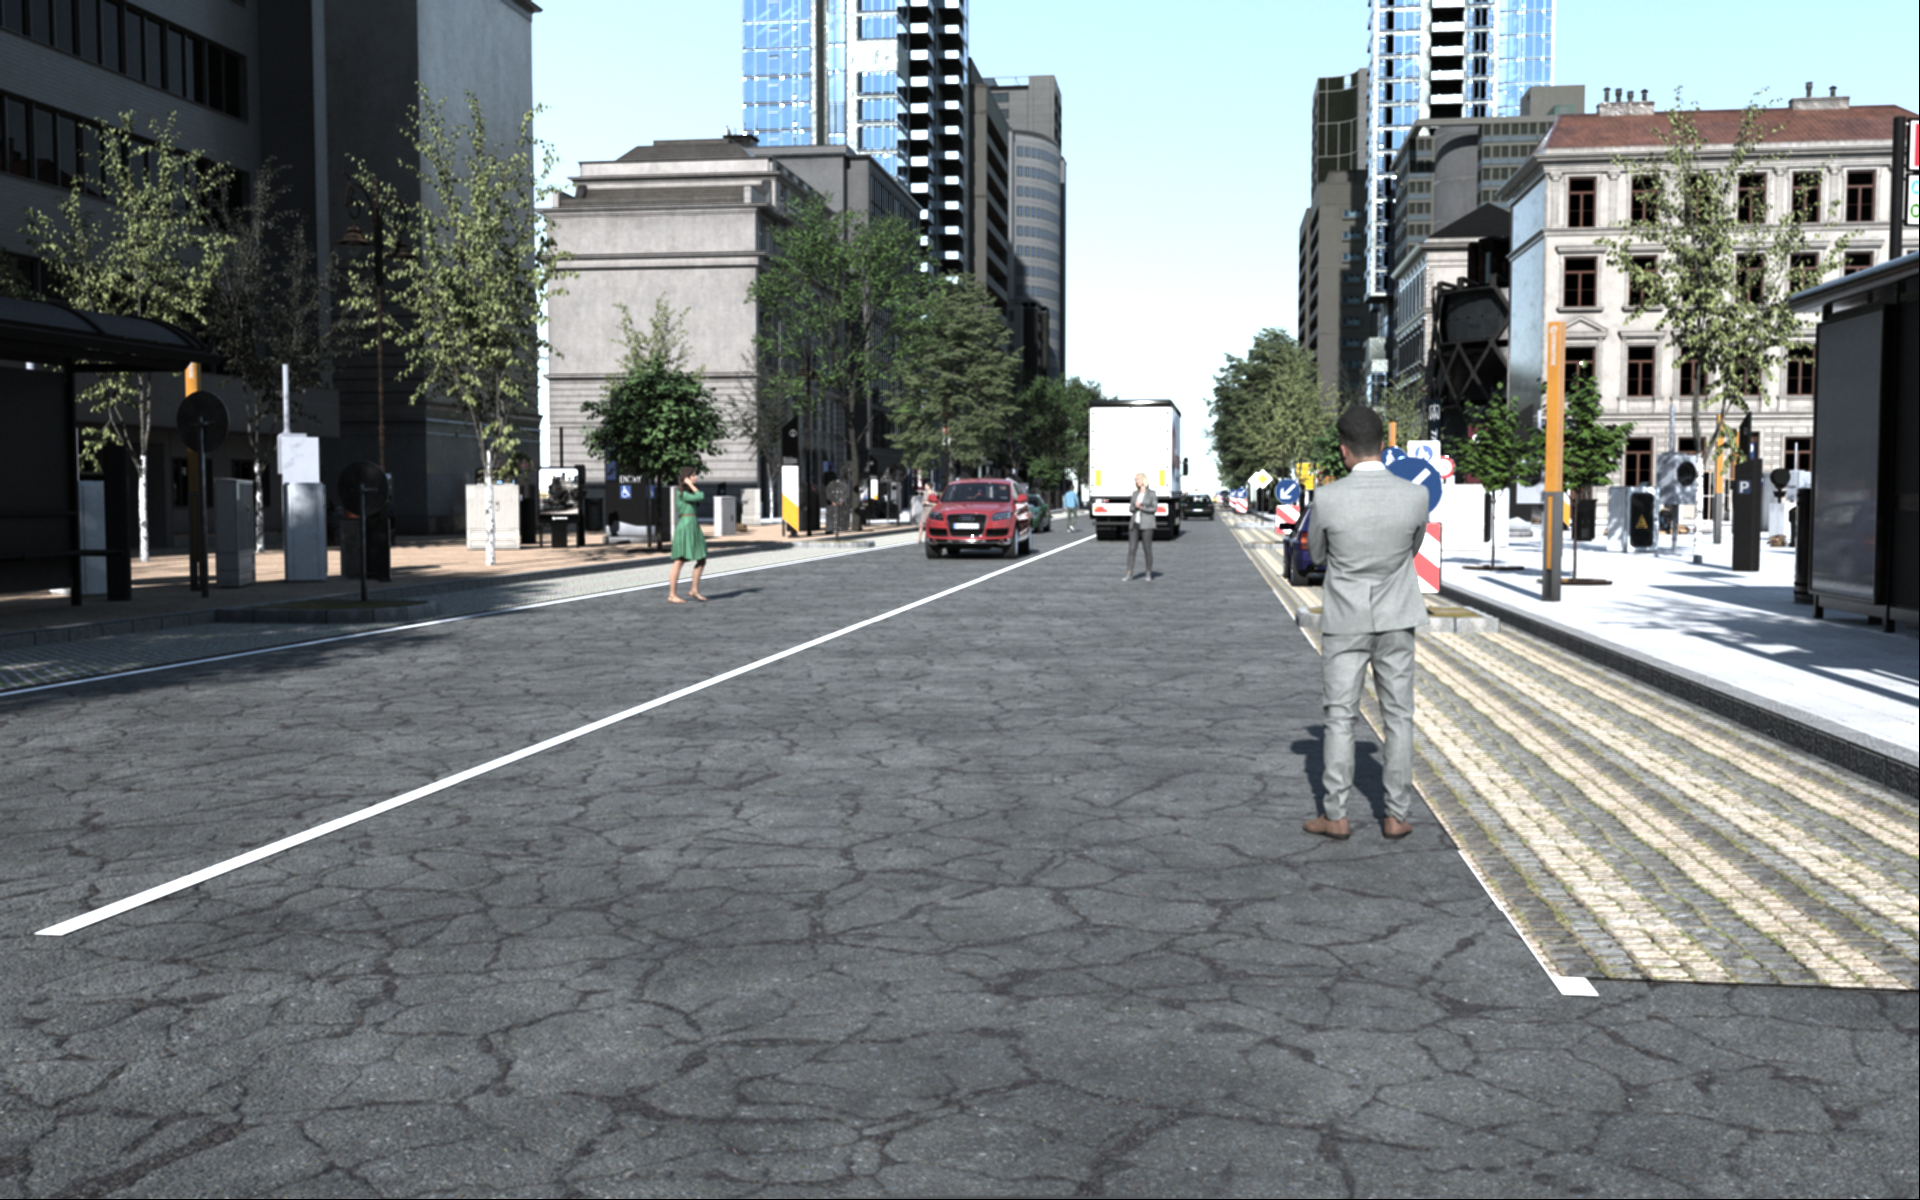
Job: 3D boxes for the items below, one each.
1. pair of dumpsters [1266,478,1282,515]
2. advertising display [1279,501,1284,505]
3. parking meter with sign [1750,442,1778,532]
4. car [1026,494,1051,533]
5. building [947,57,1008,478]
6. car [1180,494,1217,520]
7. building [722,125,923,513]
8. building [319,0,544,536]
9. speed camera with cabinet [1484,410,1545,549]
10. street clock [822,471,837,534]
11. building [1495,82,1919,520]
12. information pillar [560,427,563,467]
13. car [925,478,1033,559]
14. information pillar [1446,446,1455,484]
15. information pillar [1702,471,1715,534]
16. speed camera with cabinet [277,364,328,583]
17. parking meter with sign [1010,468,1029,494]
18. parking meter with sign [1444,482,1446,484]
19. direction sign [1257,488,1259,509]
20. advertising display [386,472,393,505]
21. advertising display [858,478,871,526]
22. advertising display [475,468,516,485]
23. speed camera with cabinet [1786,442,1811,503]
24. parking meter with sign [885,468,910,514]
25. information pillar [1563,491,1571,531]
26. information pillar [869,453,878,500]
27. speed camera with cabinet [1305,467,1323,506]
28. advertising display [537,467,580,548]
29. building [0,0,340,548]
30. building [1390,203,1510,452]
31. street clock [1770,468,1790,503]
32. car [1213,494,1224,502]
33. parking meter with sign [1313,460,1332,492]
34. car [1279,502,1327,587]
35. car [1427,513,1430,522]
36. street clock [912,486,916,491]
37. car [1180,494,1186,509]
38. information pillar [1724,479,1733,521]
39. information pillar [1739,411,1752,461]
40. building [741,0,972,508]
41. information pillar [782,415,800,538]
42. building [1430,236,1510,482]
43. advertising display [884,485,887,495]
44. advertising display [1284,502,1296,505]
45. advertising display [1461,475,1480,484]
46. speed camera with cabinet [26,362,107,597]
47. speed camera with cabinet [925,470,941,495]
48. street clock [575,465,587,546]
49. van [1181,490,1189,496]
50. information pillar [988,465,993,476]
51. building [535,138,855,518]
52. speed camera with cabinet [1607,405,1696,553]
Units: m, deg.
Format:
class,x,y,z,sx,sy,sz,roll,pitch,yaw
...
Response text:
class,x,y,z,sx,sy,sz,roll,pitch,yaw
pair of dumpsters,20.263,-6.550,109.583,1.574,2.255,4.437,0,4,8
advertising display,16.645,-5.190,90.066,0.123,1.923,0.974,1,4,9
parking meter with sign,27.491,-3.827,58.837,1.738,3.016,0.543,-1,4,-16
car,2.316,-3.245,64.858,2.131,1.459,4.920,1,4,9
building,-6.257,-35.115,197.826,21.300,48.544,21.600,0,4,8
car,13.152,-5.248,95.585,2.009,1.686,4.222,1,4,9
building,-11.560,-20.507,128.803,14.314,27.812,24.014,0,4,8
building,-24.559,-12.812,58.622,18.267,20.994,9.793,0,4,8
speed camera with cabinet,12.989,-2.863,41.143,2.038,3.252,0.660,3,5,41
street clock,-4.149,-3.085,55.013,0.358,2.002,0.471,3,5,40
building,39.690,-15.555,90.477,21.152,22.565,11.583,0,4,8
information pillar,-13.934,-4.237,60.627,0.183,3.616,0.504,-1,4,-12
car,0.491,-1.914,39.967,2.281,1.827,5.304,0,4,8
information pillar,21.690,-5.214,76.605,0.183,3.616,0.504,-2,4,-24
information pillar,24.072,-3.139,55.808,0.304,2.012,0.304,-3,5,-43
speed camera with cabinet,-9.829,-1.929,25.882,0.660,3.252,2.038,-1,4,-22
parking meter with sign,4.250,-7.366,116.688,1.738,3.016,0.543,2,4,34
parking meter with sign,30.972,-7.044,111.429,0.543,3.016,1.738,3,5,43
direction sign,24.832,-9.310,144.210,0.876,3.537,0.379,-3,5,-41
advertising display,-16.724,-2.719,49.664,0.123,1.923,0.974,3,5,42
advertising display,-3.960,-4.010,70.784,0.123,1.923,0.974,-3,4,-37
advertising display,-11.551,-2.319,43.130,0.974,1.923,0.123,-1,4,-20
speed camera with cabinet,32.398,-4.370,65.793,0.660,3.252,2.038,-1,4,-18
parking meter with sign,-4.188,-7.181,113.673,1.738,3.016,0.543,1,4,17
information pillar,21.141,-4.235,60.594,0.183,3.616,0.504,-2,4,-33
information pillar,-4.997,-6.634,99.819,0.504,3.616,0.183,0,4,5
speed camera with cabinet,19.297,-6.197,95.659,2.038,3.252,0.660,1,4,21
advertising display,-9.512,-2.193,41.069,0.974,1.923,0.123,-1,4,-14
building,-25.831,-13.104,33.320,14.314,24.678,30.058,0,4,8
building,41.215,-18.997,139.483,11.050,23.489,19.941,0,4,8
street clock,23.229,-2.723,49.096,0.471,2.002,0.358,0,4,-1
car,40.035,-15.758,267.867,2.015,1.641,3.980,0,4,8
parking meter with sign,18.387,-5.481,85.882,1.738,3.016,0.543,0,4,2
car,6.147,-0.938,27.910,1.945,1.354,3.894,0,4,8
car,20.086,-3.711,72.682,4.499,1.417,2.014,1,4,9
street clock,-4.054,-9.138,153.984,0.358,2.002,0.471,-1,4,-19
car,18.119,-8.131,144.747,2.131,1.459,4.920,1,4,9
information pillar,37.208,-4.849,83.777,0.304,2.012,0.304,-1,4,-14
information pillar,22.314,-3.542,49.268,0.183,3.616,0.504,0,4,-6
building,-9.914,-52.477,170.671,22.319,86.520,31.000,0,4,8
information pillar,-4.972,-3.641,50.877,0.504,3.616,0.183,0,4,-6
building,41.468,-15.512,121.068,16.820,18.784,16.811,0,4,8
advertising display,-5.197,-7.051,120.501,0.123,1.923,0.974,0,4,-6
advertising display,17.439,-5.270,91.375,0.974,1.923,0.123,-2,4,-28
advertising display,16.749,-3.155,56.806,0.123,1.923,0.974,-1,4,-16
speed camera with cabinet,-11.456,-1.706,22.233,2.038,3.252,0.660,3,5,44
speed camera with cabinet,-2.046,-8.937,140.457,0.660,3.252,2.038,2,4,32
street clock,-9.436,-2.353,43.040,0.358,2.002,0.471,0,4,-5
van,22.691,-10.394,176.957,2.013,2.044,4.112,1,4,10
information pillar,2.318,-8.765,134.655,0.504,3.616,0.183,3,4,38
building,-15.144,-16.114,105.260,13.314,21.916,24.055,0,4,8
speed camera with cabinet,15.302,-2.684,38.227,2.038,3.252,0.660,-1,4,-22
